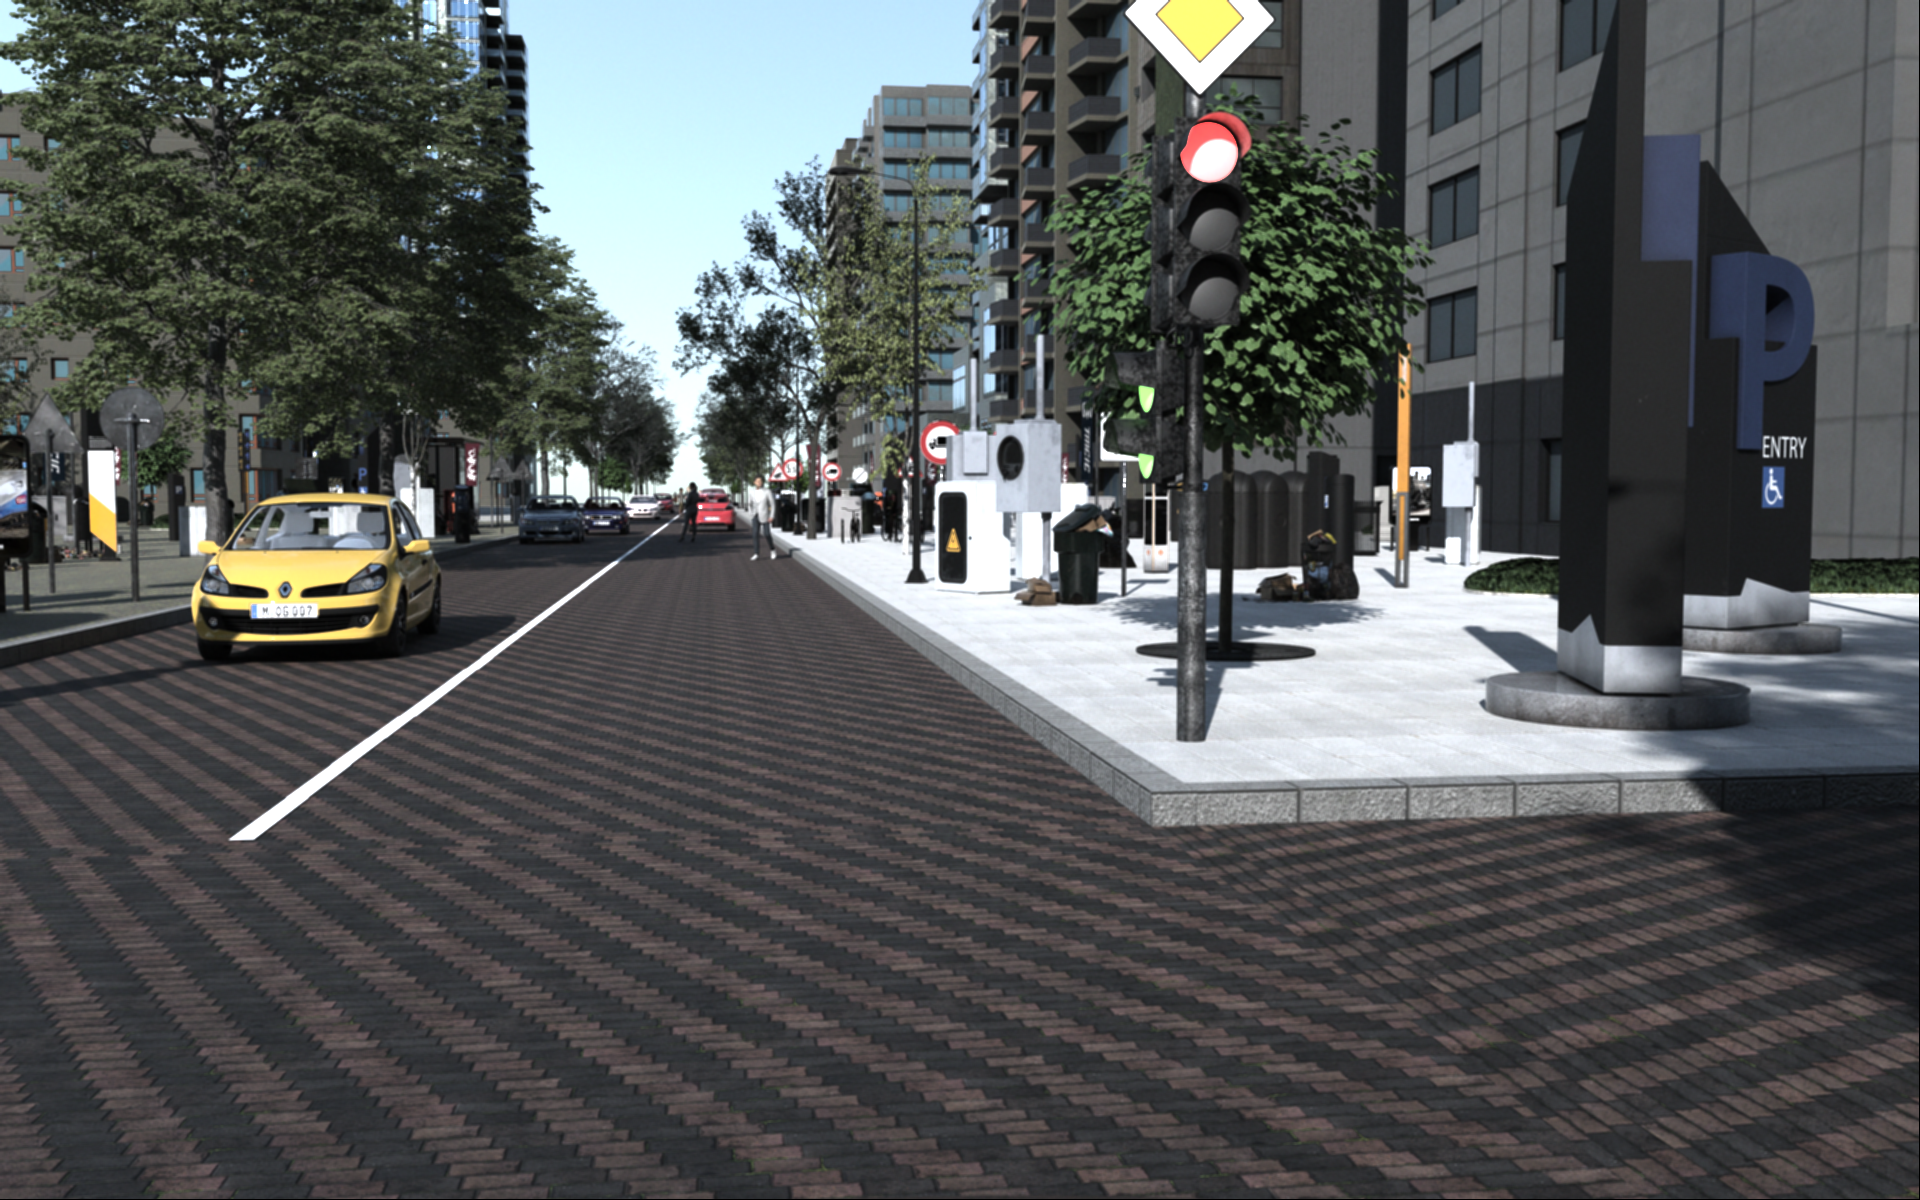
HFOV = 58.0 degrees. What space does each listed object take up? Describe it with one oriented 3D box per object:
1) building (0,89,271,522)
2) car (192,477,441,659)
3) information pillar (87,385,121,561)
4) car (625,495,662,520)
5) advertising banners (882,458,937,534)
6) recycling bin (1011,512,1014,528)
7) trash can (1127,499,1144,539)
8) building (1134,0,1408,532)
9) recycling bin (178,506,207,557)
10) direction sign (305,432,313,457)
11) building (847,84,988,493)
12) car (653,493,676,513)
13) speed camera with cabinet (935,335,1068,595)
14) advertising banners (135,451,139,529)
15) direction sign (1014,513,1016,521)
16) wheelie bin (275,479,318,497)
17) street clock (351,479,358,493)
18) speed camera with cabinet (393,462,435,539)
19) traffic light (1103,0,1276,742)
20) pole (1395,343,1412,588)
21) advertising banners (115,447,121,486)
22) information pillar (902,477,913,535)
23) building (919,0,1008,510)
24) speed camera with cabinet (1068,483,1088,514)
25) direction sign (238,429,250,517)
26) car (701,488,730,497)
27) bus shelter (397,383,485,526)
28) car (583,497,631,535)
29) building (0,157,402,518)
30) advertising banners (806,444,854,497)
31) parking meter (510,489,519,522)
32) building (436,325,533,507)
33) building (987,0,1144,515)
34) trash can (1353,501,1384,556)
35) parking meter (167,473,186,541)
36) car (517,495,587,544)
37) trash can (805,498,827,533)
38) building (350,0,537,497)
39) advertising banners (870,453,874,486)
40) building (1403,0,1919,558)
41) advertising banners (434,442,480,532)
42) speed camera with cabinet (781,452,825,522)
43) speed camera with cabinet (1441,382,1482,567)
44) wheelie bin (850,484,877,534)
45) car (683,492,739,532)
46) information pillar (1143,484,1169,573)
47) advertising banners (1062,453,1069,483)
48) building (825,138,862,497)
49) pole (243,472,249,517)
[{"bbox_3d":[-48.299,-15.131,92.432,27.650,21.520,28.899,-1,4,-8],"label":"building"},{"bbox_3d":[-5.967,-0.374,16.335,2.015,1.641,3.980,-1,4,-10],"label":"car"},{"bbox_3d":[-16.384,-2.553,33.102,0.504,3.616,0.183,0,4,-6],"label":"information pillar"},{"bbox_3d":[-18.000,-5.270,98.520,2.083,1.381,4.827,-1,4,-9],"label":"car"},{"bbox_3d":[-1.585,-3.656,55.971,2.074,3.025,0.090,2,4,26],"label":"advertising banners"},{"bbox_3d":[1.618,-3.301,66.530,0.722,1.027,0.722,-1,4,-21],"label":"recycling bin"},{"bbox_3d":[5.076,-2.355,50.164,0.748,1.137,0.748,0,3,0],"label":"trash can"},{"bbox_3d":[13.598,-17.925,64.772,14.160,30.474,14.107,-1,4,-8],"label":"building"},{"bbox_3d":[-15.667,-1.420,35.774,0.722,1.027,0.722,-1,4,-11],"label":"recycling bin"},{"bbox_3d":[-21.518,-3.997,57.344,0.379,3.537,0.876,0,4,-8],"label":"direction sign"},{"bbox_3d":[-1.091,-35.924,206.961,23.786,49.044,30.456,-1,4,-8],"label":"building"},{"bbox_3d":[-22.338,-7.384,129.770,2.155,1.783,4.494,0,4,-7],"label":"car"},{"bbox_3d":[0.455,-1.695,22.053,0.660,3.252,2.038,-2,4,-34],"label":"speed camera with cabinet"},{"bbox_3d":[-30.660,-4.177,64.487,0.090,3.025,2.074,-2,4,-26],"label":"advertising banners"},{"bbox_3d":[2.657,-5.629,84.032,0.379,3.537,0.876,1,4,13],"label":"direction sign"},{"bbox_3d":[-13.528,-1.681,35.389,0.693,1.594,0.980,3,5,42],"label":"wheelie bin"},{"bbox_3d":[-28.206,-4.677,81.032,0.471,2.002,0.358,2,4,29],"label":"street clock"},{"bbox_3d":[-15.891,-3.399,49.908,0.660,3.252,2.038,-3,5,-45],"label":"speed camera with cabinet"},{"bbox_3d":[1.184,-1.223,8.909,0.839,4.253,0.868,-1,4,-8],"label":"traffic light"},{"bbox_3d":[6.047,-1.820,23.601,0.158,3.312,0.155,0,3,0],"label":"pole"},{"bbox_3d":[-27.407,-3.620,55.379,2.074,3.025,0.090,2,4,31],"label":"advertising banners"},{"bbox_3d":[-1.622,-3.055,54.433,0.304,2.012,0.304,1,4,18],"label":"information pillar"},{"bbox_3d":[9.213,-50.075,131.405,22.319,86.520,31.000,-1,4,-8],"label":"building"},{"bbox_3d":[0.841,-1.917,25.680,2.038,3.252,0.660,-1,4,-11],"label":"speed camera with cabinet"},{"bbox_3d":[-24.890,-4.176,60.271,0.876,3.537,0.379,3,5,44],"label":"direction sign"},{"bbox_3d":[-16.656,-6.624,116.971,2.281,1.827,5.304,0,4,-7],"label":"car"},{"bbox_3d":[-19.563,-5.357,65.217,2.179,5.291,8.768,-1,4,-8],"label":"bus shelter"},{"bbox_3d":[-12.690,-3.003,61.675,1.945,1.354,3.894,-1,4,-9],"label":"car"},{"bbox_3d":[-53.385,-16.869,120.849,27.650,21.520,28.899,-1,4,-8],"label":"building"},{"bbox_3d":[-4.392,-3.967,61.056,2.074,3.025,0.090,0,4,-1],"label":"advertising banners"},{"bbox_3d":[-20.615,-4.391,80.197,0.372,1.533,0.369,0,3,0],"label":"parking meter"},{"bbox_3d":[-62.414,-21.048,189.173,27.650,21.520,28.899,-1,4,-8],"label":"building"},{"bbox_3d":[13.461,-27.385,102.366,22.147,44.769,28.867,-1,4,-8],"label":"building"},{"bbox_3d":[8.420,-1.491,36.028,0.748,1.137,0.748,0,3,0],"label":"trash can"},{"bbox_3d":[-21.449,-2.553,47.449,0.255,1.863,0.399,2,4,34],"label":"parking meter"},{"bbox_3d":[-12.119,-2.419,51.549,2.014,1.417,4.499,-1,4,-10],"label":"car"},{"bbox_3d":[-4.784,-2.805,57.523,0.748,1.137,0.748,0,3,0],"label":"trash can"},{"bbox_3d":[-64.784,-55.368,217.942,22.319,86.520,31.000,-1,4,-8],"label":"building"},{"bbox_3d":[-4.022,-4.847,75.435,0.090,3.025,2.074,-1,4,-16],"label":"advertising banners"},{"bbox_3d":[22.598,-36.361,32.760,20.611,71.187,20.563,-1,4,-8],"label":"building"},{"bbox_3d":[-17.231,-3.811,58.501,2.074,3.025,0.090,-2,4,-27],"label":"advertising banners"},{"bbox_3d":[-7.102,-5.095,77.640,2.038,3.252,0.660,0,4,3],"label":"speed camera with cabinet"},{"bbox_3d":[9.079,-2.262,31.314,0.660,3.252,2.038,1,4,20],"label":"speed camera with cabinet"},{"bbox_3d":[-3.120,-2.918,55.616,0.980,1.594,0.693,1,4,23],"label":"wheelie bin"},{"bbox_3d":[-9.625,-3.544,66.980,2.155,1.783,4.494,-1,4,-9],"label":"car"},{"bbox_3d":[3.188,-1.445,28.124,0.304,2.012,0.304,-2,4,-25],"label":"information pillar"},{"bbox_3d":[4.046,-4.762,74.039,0.090,3.025,2.074,-2,4,-32],"label":"advertising banners"},{"bbox_3d":[-6.661,-37.268,233.034,21.300,48.544,21.600,-1,4,-8],"label":"building"},{"bbox_3d":[-30.240,-4.864,73.365,0.158,3.312,0.155,0,3,0],"label":"pole"}]
